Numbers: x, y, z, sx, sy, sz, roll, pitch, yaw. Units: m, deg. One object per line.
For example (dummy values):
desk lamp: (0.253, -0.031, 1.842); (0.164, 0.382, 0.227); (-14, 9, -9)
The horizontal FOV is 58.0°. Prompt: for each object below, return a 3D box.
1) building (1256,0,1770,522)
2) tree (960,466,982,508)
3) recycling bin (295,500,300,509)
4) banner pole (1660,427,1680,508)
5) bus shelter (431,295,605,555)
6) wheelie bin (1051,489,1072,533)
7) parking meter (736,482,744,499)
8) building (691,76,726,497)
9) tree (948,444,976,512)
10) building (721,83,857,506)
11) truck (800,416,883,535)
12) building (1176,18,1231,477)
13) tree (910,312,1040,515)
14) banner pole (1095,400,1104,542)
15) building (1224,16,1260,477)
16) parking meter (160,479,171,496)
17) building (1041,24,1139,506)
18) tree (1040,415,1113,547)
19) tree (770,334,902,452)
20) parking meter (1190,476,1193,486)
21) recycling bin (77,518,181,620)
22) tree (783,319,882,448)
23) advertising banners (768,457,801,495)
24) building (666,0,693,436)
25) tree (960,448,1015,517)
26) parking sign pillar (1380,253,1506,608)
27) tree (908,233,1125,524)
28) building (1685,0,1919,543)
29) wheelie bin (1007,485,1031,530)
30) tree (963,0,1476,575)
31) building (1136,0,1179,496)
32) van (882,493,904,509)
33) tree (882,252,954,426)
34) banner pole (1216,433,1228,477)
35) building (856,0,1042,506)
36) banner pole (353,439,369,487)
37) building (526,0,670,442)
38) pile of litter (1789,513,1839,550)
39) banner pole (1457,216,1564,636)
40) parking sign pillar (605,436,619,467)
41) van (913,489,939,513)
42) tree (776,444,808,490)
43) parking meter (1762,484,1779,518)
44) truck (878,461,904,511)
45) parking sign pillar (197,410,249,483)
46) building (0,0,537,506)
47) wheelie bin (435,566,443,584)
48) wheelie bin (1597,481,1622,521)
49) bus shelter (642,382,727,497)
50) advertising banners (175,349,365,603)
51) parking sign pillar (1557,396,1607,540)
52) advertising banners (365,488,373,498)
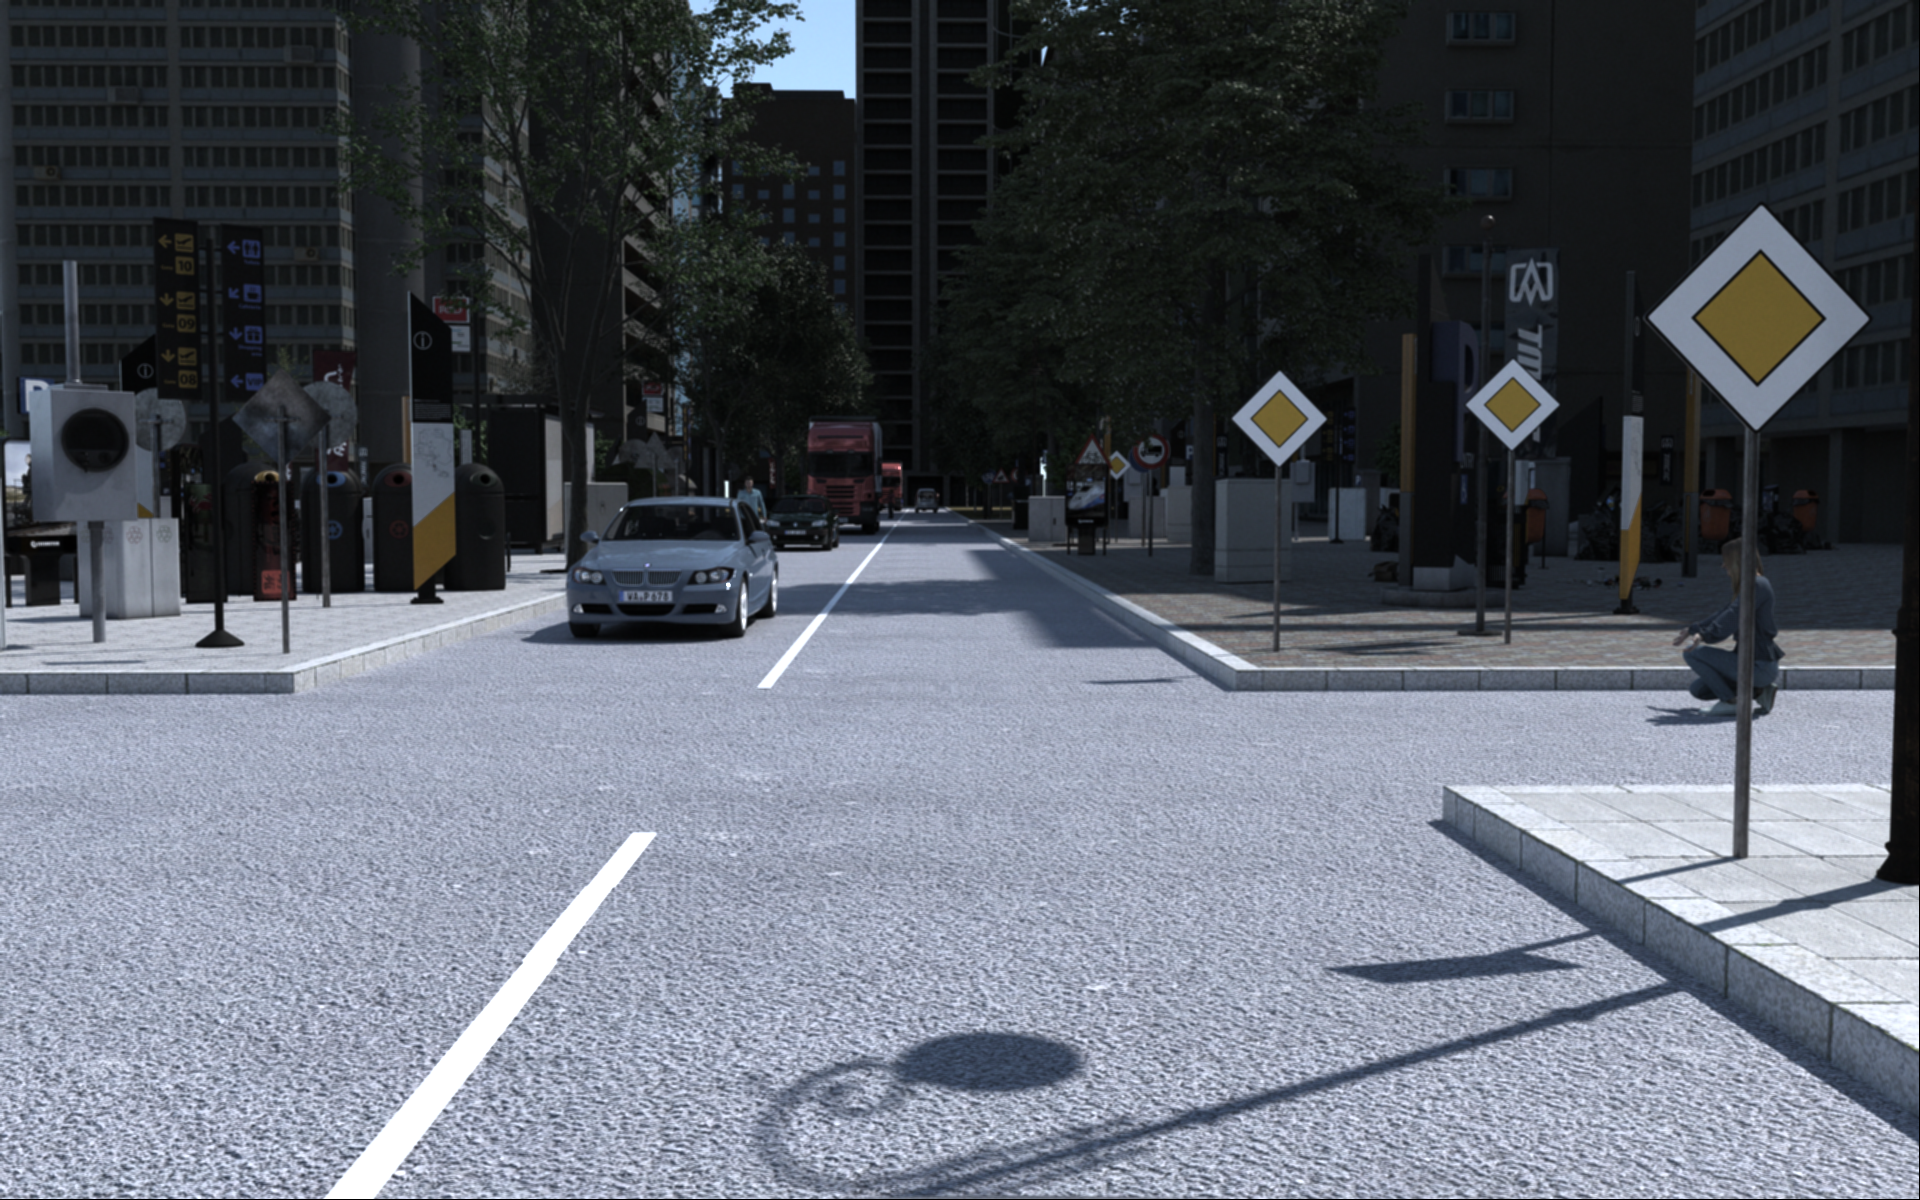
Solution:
building: (26.236, -27.802, 78.261); (21.300, 48.544, 21.600); (0, 4, -1)
tree: (0.836, -12.868, 160.759); (4.737, 8.622, 4.395); (0, 3, 0)
recycling bin: (-27.315, -3.662, 72.424); (0.722, 1.027, 0.722); (0, 4, 2)
banner pole: (26.529, -4.564, 64.636); (0.863, 3.779, 0.401); (0, 4, 6)
bus shelter: (-9.629, -3.678, 37.764); (2.179, 5.291, 8.768); (0, 4, -1)
wheelie bin: (3.347, -2.986, 56.732); (0.693, 1.594, 0.980); (-3, 5, -44)
parking meter: (-10.573, -4.757, 83.483); (0.399, 1.863, 0.255); (0, 4, 0)
building: (-41.095, -35.354, 197.640); (30.456, 49.044, 23.786); (0, 4, -1)
tree: (0.929, -10.496, 121.969); (4.360, 8.622, 3.978); (0, 3, 0)
building: (-18.439, -33.161, 192.292); (14.200, 45.320, 14.600); (0, 4, -1)
truck: (-4.235, -4.622, 64.477); (2.839, 4.237, 11.283); (0, 4, -1)
building: (22.495, -28.469, 115.576); (14.600, 45.320, 14.200); (0, 4, -1)
tree: (1.800, -12.272, 107.294); (9.857, 13.997, 8.962); (0, 3, 0)
banner pole: (3.730, -3.434, 46.165); (0.401, 3.779, 0.863); (1, 4, 19)
building: (22.528, -20.196, 101.899); (14.160, 30.474, 14.107); (0, 4, -1)
parking meter: (-30.939, -3.777, 67.468); (0.399, 1.863, 0.255); (-2, 4, -32)
building: (23.040, -37.376, 200.343); (27.495, 52.752, 28.713); (0, 4, -1)
tree: (2.731, -2.951, 42.852); (1.663, 3.219, 1.824); (0, 3, 0)
tree: (-9.331, -13.280, 127.496); (12.009, 13.543, 11.850); (0, 3, 0)
parking meter: (6.605, -2.605, 48.303); (0.255, 1.863, 0.399); (3, 5, 45)
recycling bin: (-8.678, -0.339, 18.091); (0.722, 1.027, 0.722); (2, 4, 29)
tree: (-8.485, -11.793, 110.943); (7.486, 12.596, 7.792); (0, 3, 0)
advertising banners: (-8.433, -5.324, 83.230); (0.090, 3.025, 2.074); (3, 5, 43)
building: (-30.163, -30.145, 142.988); (14.200, 45.320, 14.600); (0, 4, -1)
tree: (1.512, -7.003, 98.220); (4.285, 4.588, 4.351); (0, 3, 0)
parking sign pillar: (5.630, -1.929, 20.017); (1.447, 3.967, 1.447); (2, 4, 28)
tree: (2.627, -9.589, 73.789); (9.611, 12.733, 9.660); (0, 3, 0)
building: (34.119, -21.452, 42.627); (23.993, 40.220, 32.217); (0, 4, -1)
wheelie bin: (2.182, -3.354, 62.740); (0.980, 1.594, 0.693); (-1, 4, -9)
tree: (3.959, -6.647, 26.800); (7.486, 12.596, 7.792); (0, 3, 0)
building: (24.633, -36.380, 136.819); (21.231, 58.520, 28.212); (0, 4, -1)
van: (-6.434, -9.773, 164.170); (2.240, 2.365, 5.245); (0, 4, -1)
tree: (2.678, -8.551, 57.932); (7.486, 12.596, 7.792); (0, 3, 0)
banner pole: (9.334, -4.446, 62.711); (0.863, 3.779, 0.401); (-1, 4, -23)
building: (-1.131, -46.344, 195.980); (20.611, 71.187, 20.563); (0, 4, -1)
banner pole: (-27.100, -5.399, 78.292); (0.863, 3.779, 0.401); (0, 4, 8)
building: (-32.900, -30.513, 122.588); (21.300, 48.544, 21.600); (0, 4, -1)
pile of litter: (19.488, -1.607, 40.246); (1.176, 0.858, 1.719); (-2, 4, -27)
banner pole: (4.955, -1.564, 15.589); (0.863, 3.779, 0.401); (2, 4, 25)
parking sign pillar: (-16.109, -5.666, 81.104); (1.447, 3.967, 1.447); (-3, 5, -40)
van: (-2.593, -7.660, 132.252); (2.013, 2.044, 4.112); (0, 4, -2)
tree: (-8.817, -6.991, 98.019); (4.285, 4.588, 4.351); (0, 3, 0)
parking meter: (20.870, -2.214, 44.615); (0.372, 1.533, 0.369); (0, 3, 0)
truck: (-6.184, -9.729, 147.984); (2.839, 4.237, 11.283); (0, 4, -2)
parking sign pillar: (-23.370, -4.051, 54.709); (1.447, 3.967, 1.447); (-2, 4, -29)
building: (-38.468, -24.950, 99.813); (32.217, 40.220, 23.993); (0, 4, -1)
wheelie bin: (-7.632, -1.031, 24.765); (0.980, 1.594, 0.693); (-1, 4, -17)
wheelie bin: (16.050, -2.119, 42.558); (0.693, 1.594, 0.980); (1, 4, 8)
bus shelter: (-10.136, -5.259, 63.614); (2.179, 5.291, 8.768); (0, 4, -1)
advertising banners: (-8.245, -1.498, 20.679); (2.074, 3.025, 0.090); (-2, 4, -29)
parking sign pillar: (17.353, -3.664, 48.372); (1.447, 3.967, 1.447); (-3, 4, -38)
advertising banners: (-16.729, -3.188, 48.318); (2.074, 3.025, 0.090); (0, 4, 2)
